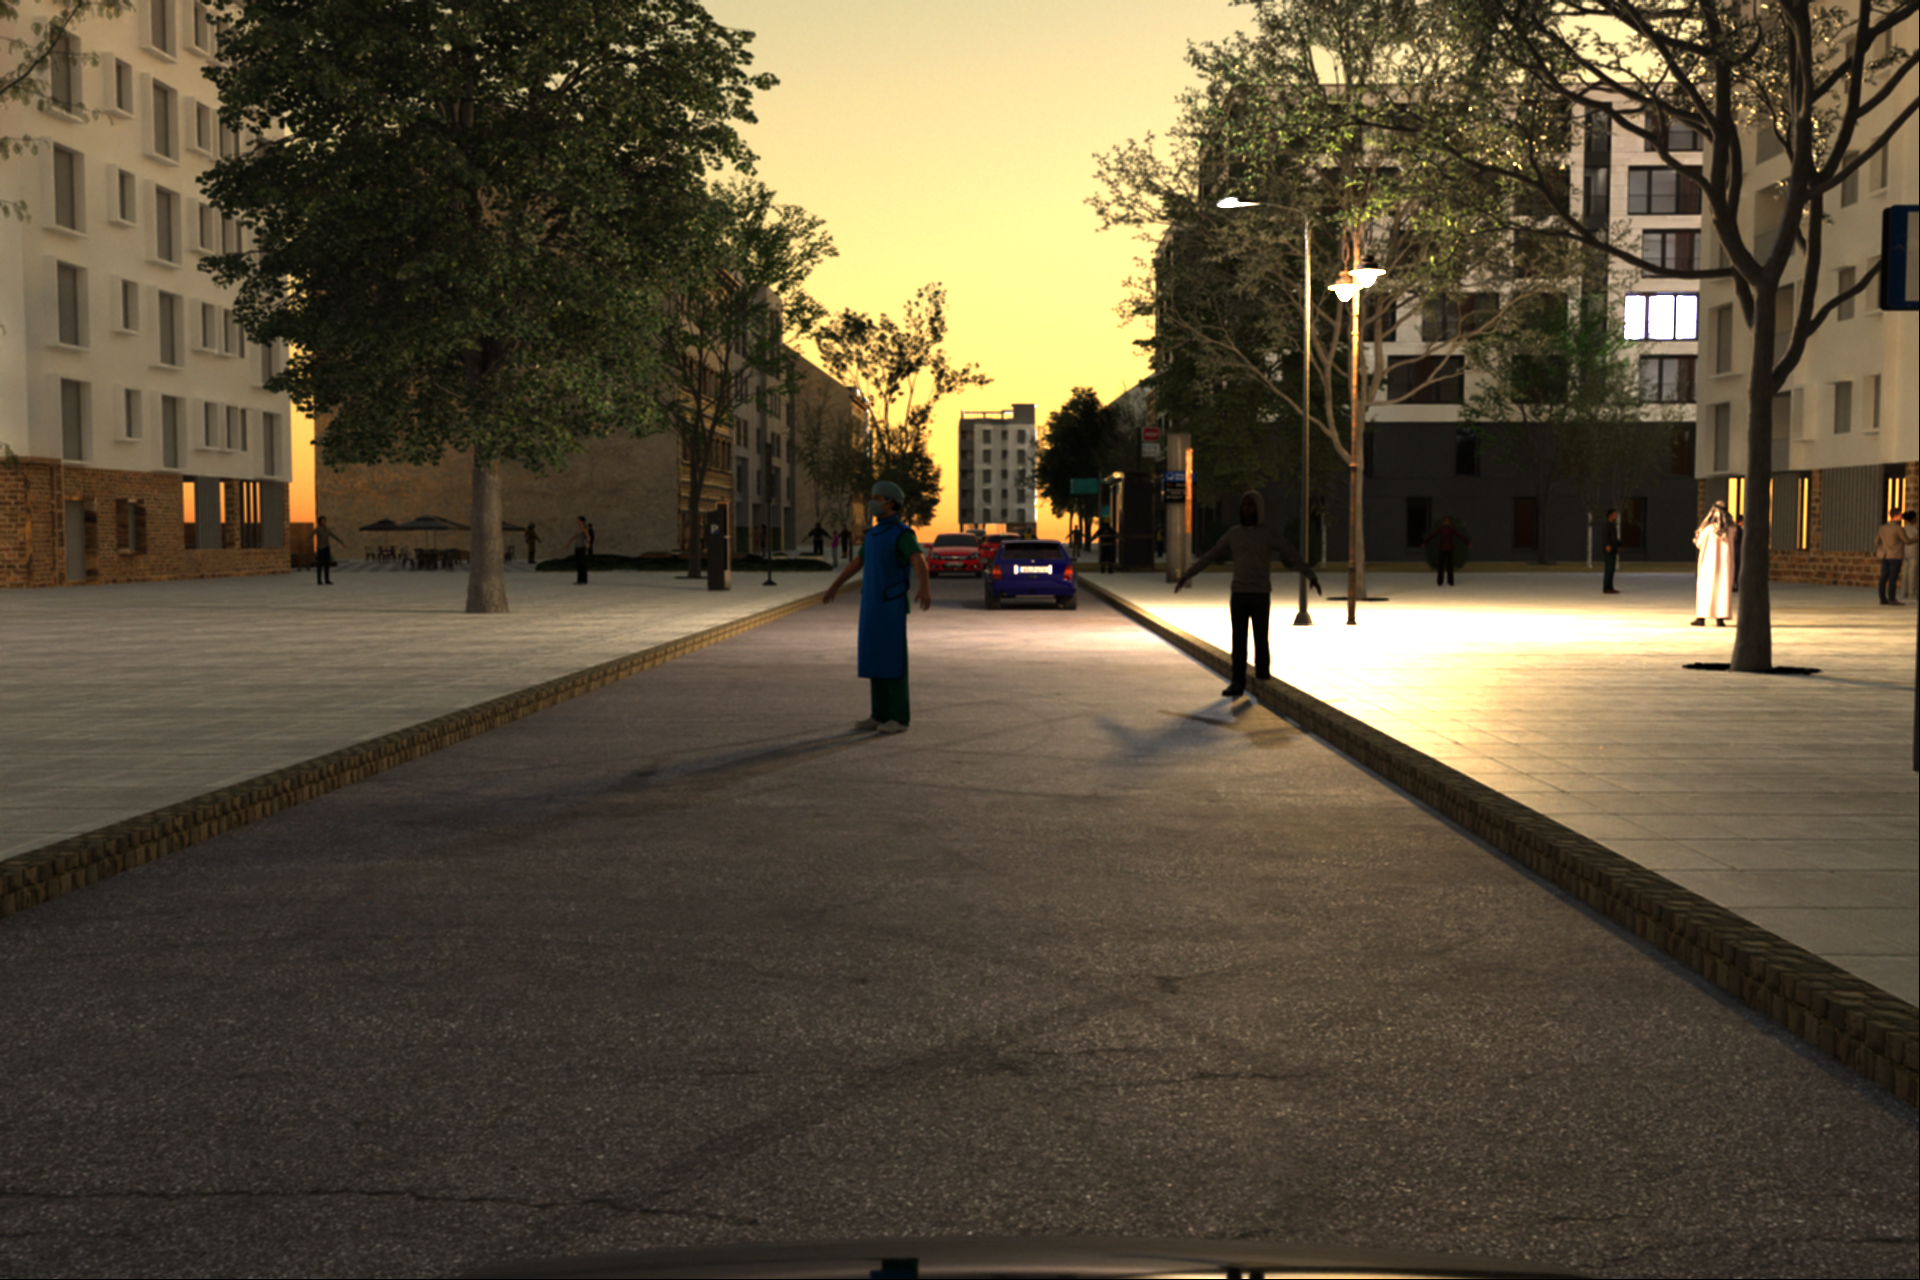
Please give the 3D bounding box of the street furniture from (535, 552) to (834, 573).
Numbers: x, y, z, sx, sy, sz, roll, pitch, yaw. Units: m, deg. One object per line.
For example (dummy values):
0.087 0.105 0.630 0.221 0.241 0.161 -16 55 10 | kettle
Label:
-9.260 -2.702 59.807 10.072 0.657 5.734 0 4 4 | street furniture

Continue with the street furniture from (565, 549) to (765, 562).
-12.537 -3.441 71.889 5.734 0.657 10.072 3 5 39 | street furniture

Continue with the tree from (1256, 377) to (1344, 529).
14.918 -7.642 75.316 4.737 8.622 4.395 0 3 0 | tree

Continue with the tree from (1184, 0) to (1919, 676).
7.536 -6.456 15.933 12.009 13.543 11.850 0 3 0 | tree

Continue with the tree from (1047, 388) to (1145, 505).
9.082 -10.832 111.521 7.601 10.594 8.767 0 4 5 | tree

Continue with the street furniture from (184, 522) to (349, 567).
-28.480 -3.756 68.258 11.010 1.723 9.812 2 4 33 | street furniture

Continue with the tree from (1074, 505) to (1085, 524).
18.509 -18.484 252.580 4.737 8.622 4.395 0 3 0 | tree

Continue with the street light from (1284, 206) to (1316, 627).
5.328 -3.145 23.961 1.470 5.913 1.316 0 4 2 | street light

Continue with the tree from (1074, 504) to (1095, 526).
18.874 -18.210 248.102 4.360 8.622 3.978 0 3 0 | tree

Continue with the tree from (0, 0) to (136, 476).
-8.629 -3.782 12.203 4.360 8.622 3.978 0 3 0 | tree

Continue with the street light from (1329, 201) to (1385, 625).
5.510 -3.145 24.207 0.468 5.910 1.993 0 4 1 | street light

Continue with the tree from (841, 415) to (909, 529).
-5.944 -9.578 106.962 4.360 8.622 3.978 0 3 0 | tree

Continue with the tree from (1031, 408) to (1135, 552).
9.298 -11.640 124.723 8.767 10.594 7.601 0 3 0 | tree

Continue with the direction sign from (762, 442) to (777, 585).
-4.768 -3.136 43.277 0.379 3.537 0.876 0 4 1 | direction sign

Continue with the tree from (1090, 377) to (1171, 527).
8.752 -7.961 80.529 4.360 8.622 3.978 0 3 0 | tree

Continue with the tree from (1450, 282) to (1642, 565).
24.569 -8.995 72.827 9.928 11.665 9.643 0 3 0 | tree

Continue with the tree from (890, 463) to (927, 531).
-5.016 -12.732 158.522 4.360 8.622 3.978 0 3 0 | tree

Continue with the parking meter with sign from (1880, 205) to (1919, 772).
5.177 -0.746 8.460 0.543 3.016 1.738 0 4 1 | parking meter with sign

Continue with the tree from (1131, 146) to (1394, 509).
8.631 -8.071 50.093 7.486 12.596 7.792 0 3 0 | tree

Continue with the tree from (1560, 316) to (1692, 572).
22.210 -6.643 58.971 4.360 8.622 3.978 0 3 0 | tree

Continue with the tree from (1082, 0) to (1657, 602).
7.548 -7.502 33.030 12.009 13.543 11.850 0 3 0 | tree

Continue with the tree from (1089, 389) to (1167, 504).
8.822 -8.328 86.533 4.360 8.622 3.978 0 3 0 | tree

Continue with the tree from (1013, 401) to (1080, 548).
10.231 -15.226 159.322 12.009 13.543 11.850 0 3 0 | tree

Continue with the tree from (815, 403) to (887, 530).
-6.569 -8.986 97.288 4.360 8.622 3.978 0 3 0 | tree

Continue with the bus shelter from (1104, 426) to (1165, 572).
6.349 -5.184 62.385 2.179 5.291 8.768 0 4 2 | bus shelter

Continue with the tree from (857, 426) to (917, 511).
-5.211 -10.347 119.543 4.737 8.622 4.395 0 3 0 | tree

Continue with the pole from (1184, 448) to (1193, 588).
5.441 -2.900 41.251 0.158 3.312 0.155 0 3 0 | pole

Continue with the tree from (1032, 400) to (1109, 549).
9.838 -13.980 146.705 7.486 12.596 7.792 0 3 0 | tree

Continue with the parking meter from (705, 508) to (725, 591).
-5.553 -2.052 39.263 0.399 1.863 0.255 0 4 1 | parking meter

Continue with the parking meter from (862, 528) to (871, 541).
-3.898 -3.912 72.374 0.372 1.533 0.369 0 3 0 | parking meter

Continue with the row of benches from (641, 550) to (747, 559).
-10.063 -3.030 64.997 4.104 0.672 1.422 1 4 9 | row of benches

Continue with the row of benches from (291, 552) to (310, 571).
-24.744 -2.757 60.545 4.104 0.672 1.422 1 4 13 | row of benches

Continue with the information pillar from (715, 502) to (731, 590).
-5.406 -2.145 39.570 0.304 2.012 0.304 0 4 1 | information pillar

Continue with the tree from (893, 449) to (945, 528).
-7.238 -21.113 251.853 9.857 13.997 8.962 0 3 0 | tree

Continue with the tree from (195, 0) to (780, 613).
-7.835 -7.422 28.011 9.857 13.997 8.962 0 3 0 | tree

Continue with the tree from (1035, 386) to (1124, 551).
9.588 -13.174 133.514 7.486 12.596 7.792 0 3 0 | tree

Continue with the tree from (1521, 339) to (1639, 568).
23.803 -6.991 64.660 4.360 8.622 3.978 0 3 0 | tree

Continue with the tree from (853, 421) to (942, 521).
-5.190 -12.770 143.209 8.767 10.594 7.601 1 4 15 | tree

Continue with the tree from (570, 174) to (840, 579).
-7.483 -7.578 49.649 9.928 11.665 9.643 0 3 0 | tree

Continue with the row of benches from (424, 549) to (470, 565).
-21.532 -3.484 72.420 1.422 0.672 4.104 0 4 4 | row of benches

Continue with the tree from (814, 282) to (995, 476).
-3.973 -16.728 129.397 12.611 20.169 13.585 0 3 0 | tree

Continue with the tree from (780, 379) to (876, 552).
-6.786 -7.991 81.023 4.360 8.622 3.978 0 3 0 | tree

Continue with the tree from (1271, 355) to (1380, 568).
13.880 -7.058 65.753 4.360 8.622 3.978 0 3 0 | tree

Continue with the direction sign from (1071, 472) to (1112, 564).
5.995 -5.187 73.568 2.525 3.948 1.411 0 4 -1 | direction sign
